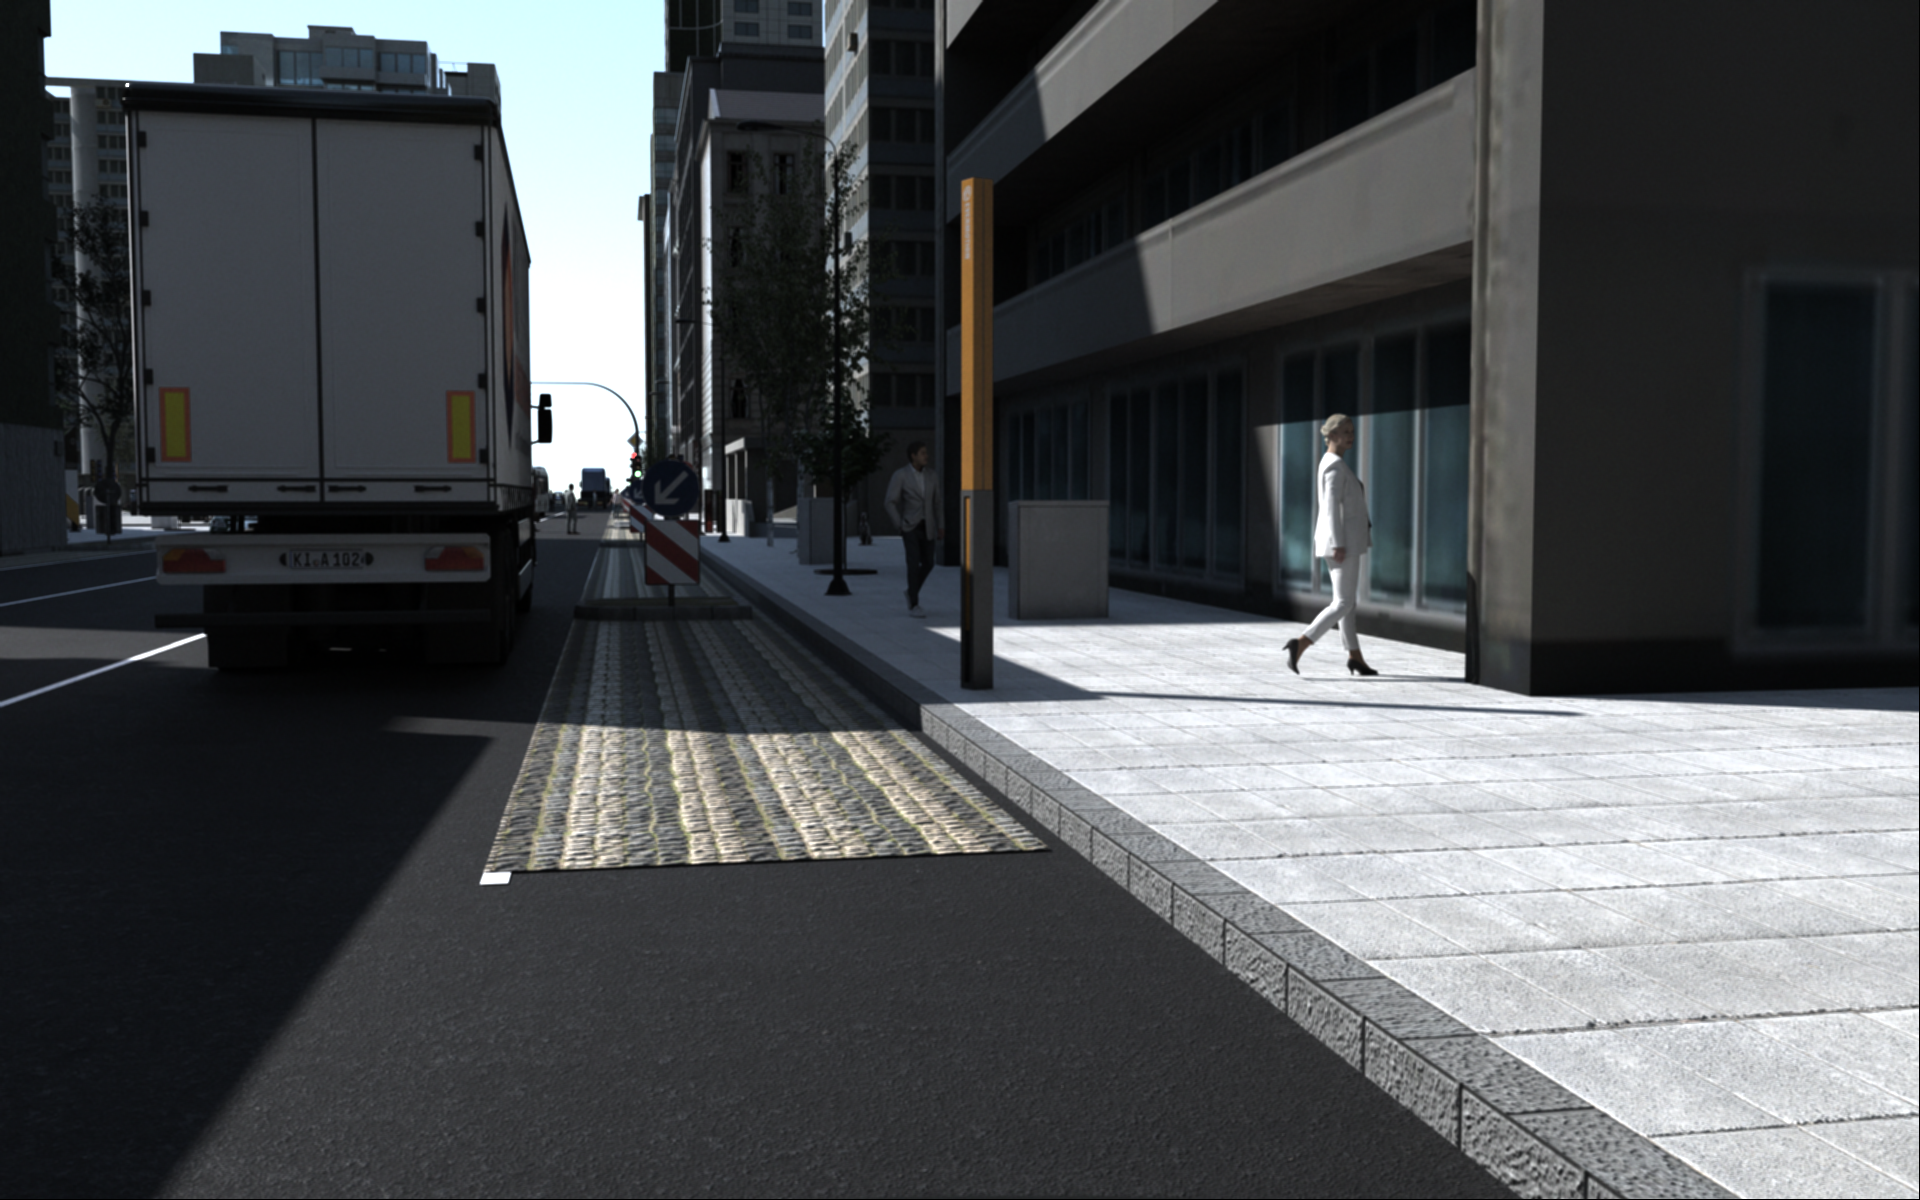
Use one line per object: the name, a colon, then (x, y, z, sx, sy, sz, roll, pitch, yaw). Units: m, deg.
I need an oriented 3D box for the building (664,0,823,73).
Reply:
building: (-28.483, -47.663, 217.549, 20.563, 71.187, 20.611, -1, 4, -11)

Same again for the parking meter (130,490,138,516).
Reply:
parking meter: (-48.972, -5.765, 102.664, 0.372, 1.533, 0.369, 0, 3, 0)

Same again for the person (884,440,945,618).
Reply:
person: (-0.497, -0.756, 18.250, 0.661, 1.843, 0.795, -2, 4, -28)

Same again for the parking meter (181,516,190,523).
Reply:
parking meter: (-34.313, -4.176, 76.696, 0.372, 1.533, 0.369, 0, 3, 0)

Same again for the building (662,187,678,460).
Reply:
building: (-18.334, -19.968, 144.506, 12.078, 24.808, 19.932, -1, 4, -11)

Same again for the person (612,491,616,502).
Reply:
person: (-30.077, -8.650, 150.931, 0.522, 1.701, 0.512, -2, 4, -35)

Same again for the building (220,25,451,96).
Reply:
building: (-65.013, -34.570, 184.822, 23.786, 49.044, 30.456, -1, 4, -11)

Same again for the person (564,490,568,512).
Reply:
person: (-32.040, -8.095, 141.040, 0.466, 1.800, 0.511, 0, 4, 6)

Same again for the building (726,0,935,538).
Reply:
building: (8.250, -22.495, 59.682, 32.217, 40.220, 23.993, -1, 4, -11)

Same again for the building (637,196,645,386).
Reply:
building: (-40.546, -43.349, 297.990, 28.713, 52.752, 27.495, -1, 4, -11)

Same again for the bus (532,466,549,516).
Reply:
bus: (-27.495, -6.957, 108.608, 2.948, 3.499, 13.247, -1, 4, -10)

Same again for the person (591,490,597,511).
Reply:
person: (-30.831, -8.394, 145.970, 0.641, 1.798, 0.478, 0, 4, 4)

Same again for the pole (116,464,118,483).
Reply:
pole: (-54.966, -7.290, 113.026, 0.158, 3.312, 0.155, 0, 3, 0)

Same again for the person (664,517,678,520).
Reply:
person: (-7.164, -2.167, 43.294, 0.474, 1.900, 0.648, -3, 4, -38)

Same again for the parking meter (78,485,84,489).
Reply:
parking meter: (-54.042, -6.157, 106.386, 0.399, 1.863, 0.255, -1, 4, -12)

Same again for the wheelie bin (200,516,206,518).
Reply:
wheelie bin: (-39.722, -5.060, 90.637, 0.693, 1.594, 0.980, -3, 4, -38)

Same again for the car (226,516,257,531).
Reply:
car: (-12.371, -1.246, 32.175, 2.131, 1.459, 4.920, -1, 4, -12)

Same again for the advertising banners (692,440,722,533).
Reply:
advertising banners: (-8.299, -3.736, 57.272, 0.090, 3.025, 2.074, 1, 4, 22)

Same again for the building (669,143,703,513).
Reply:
building: (-13.812, -20.723, 124.719, 13.634, 28.700, 20.117, -1, 4, -11)

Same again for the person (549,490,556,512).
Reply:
person: (-31.926, -7.733, 135.338, 0.661, 1.777, 0.834, -1, 4, -19)

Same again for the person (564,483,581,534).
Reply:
person: (-13.883, -3.255, 61.816, 0.635, 1.810, 0.391, 3, 5, 42)

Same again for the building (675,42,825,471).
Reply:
building: (-9.192, -18.908, 102.660, 14.314, 27.812, 24.014, -1, 4, -11)

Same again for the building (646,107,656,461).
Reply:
building: (-25.861, -32.826, 186.818, 14.600, 45.320, 14.200, -1, 4, -11)

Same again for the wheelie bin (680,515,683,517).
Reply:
wheelie bin: (-15.649, -5.360, 95.539, 0.980, 1.594, 0.693, 1, 4, 16)

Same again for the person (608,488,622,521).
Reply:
person: (-18.469, -5.111, 92.739, 0.731, 1.740, 0.598, -1, 4, -16)

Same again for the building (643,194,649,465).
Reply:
building: (-38.868, -36.831, 252.289, 14.600, 45.320, 14.200, -1, 4, -11)

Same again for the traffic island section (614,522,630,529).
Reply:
traffic island section: (-14.747, -3.468, 78.988, 2.009, 0.180, 2.903, -1, 4, -11)

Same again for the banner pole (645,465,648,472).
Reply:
banner pole: (-27.349, -9.855, 151.142, 0.401, 3.779, 0.863, 0, 4, 4)

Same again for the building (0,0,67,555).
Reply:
building: (-28.080, -16.085, 34.694, 14.160, 30.474, 14.107, -1, 4, -11)

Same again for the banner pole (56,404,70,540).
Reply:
banner pole: (-25.154, -3.538, 47.868, 0.863, 3.779, 0.401, -2, 4, -30)

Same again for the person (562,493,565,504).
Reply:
person: (-57.091, -14.802, 250.482, 1.348, 1.831, 0.705, -1, 4, -9)

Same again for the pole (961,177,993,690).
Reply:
pole: (0.111, -1.069, 11.327, 0.158, 3.312, 0.155, 0, 3, 0)

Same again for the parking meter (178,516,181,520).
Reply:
parking meter: (-38.291, -4.849, 84.989, 0.255, 1.863, 0.399, 1, 4, 15)

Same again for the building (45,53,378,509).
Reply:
building: (-64.041, -28.484, 157.587, 32.217, 40.220, 23.993, -1, 4, -11)

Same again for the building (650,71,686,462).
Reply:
building: (-23.318, -29.900, 172.465, 14.154, 41.232, 14.086, -1, 4, -11)

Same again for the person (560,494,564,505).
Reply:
person: (-53.893, -13.627, 234.535, 0.697, 1.427, 0.421, -3, 4, -37)

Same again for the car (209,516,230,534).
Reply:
car: (-19.031, -2.154, 47.011, 2.131, 1.459, 4.920, -1, 4, -12)

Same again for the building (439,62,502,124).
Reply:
building: (-85.188, -52.175, 291.315, 20.563, 71.187, 20.611, -1, 4, -11)

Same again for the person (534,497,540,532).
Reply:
person: (-16.164, -3.459, 65.020, 0.822, 1.834, 0.622, -1, 4, -22)

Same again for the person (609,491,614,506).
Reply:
person: (-42.073, -12.273, 209.297, 0.705, 1.807, 1.348, 1, 4, 13)

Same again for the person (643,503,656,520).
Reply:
person: (-10.207, -2.965, 57.209, 0.641, 1.798, 0.478, -2, 4, -30)

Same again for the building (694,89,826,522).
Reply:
building: (-3.777, -14.524, 86.626, 18.267, 20.994, 9.793, -1, 4, -11)

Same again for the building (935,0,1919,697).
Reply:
building: (12.029, -24.350, 21.826, 21.300, 48.544, 21.600, -1, 4, -11)

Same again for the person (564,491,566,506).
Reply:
person: (-45.719, -11.745, 200.486, 0.705, 1.831, 1.348, -1, 4, -16)
